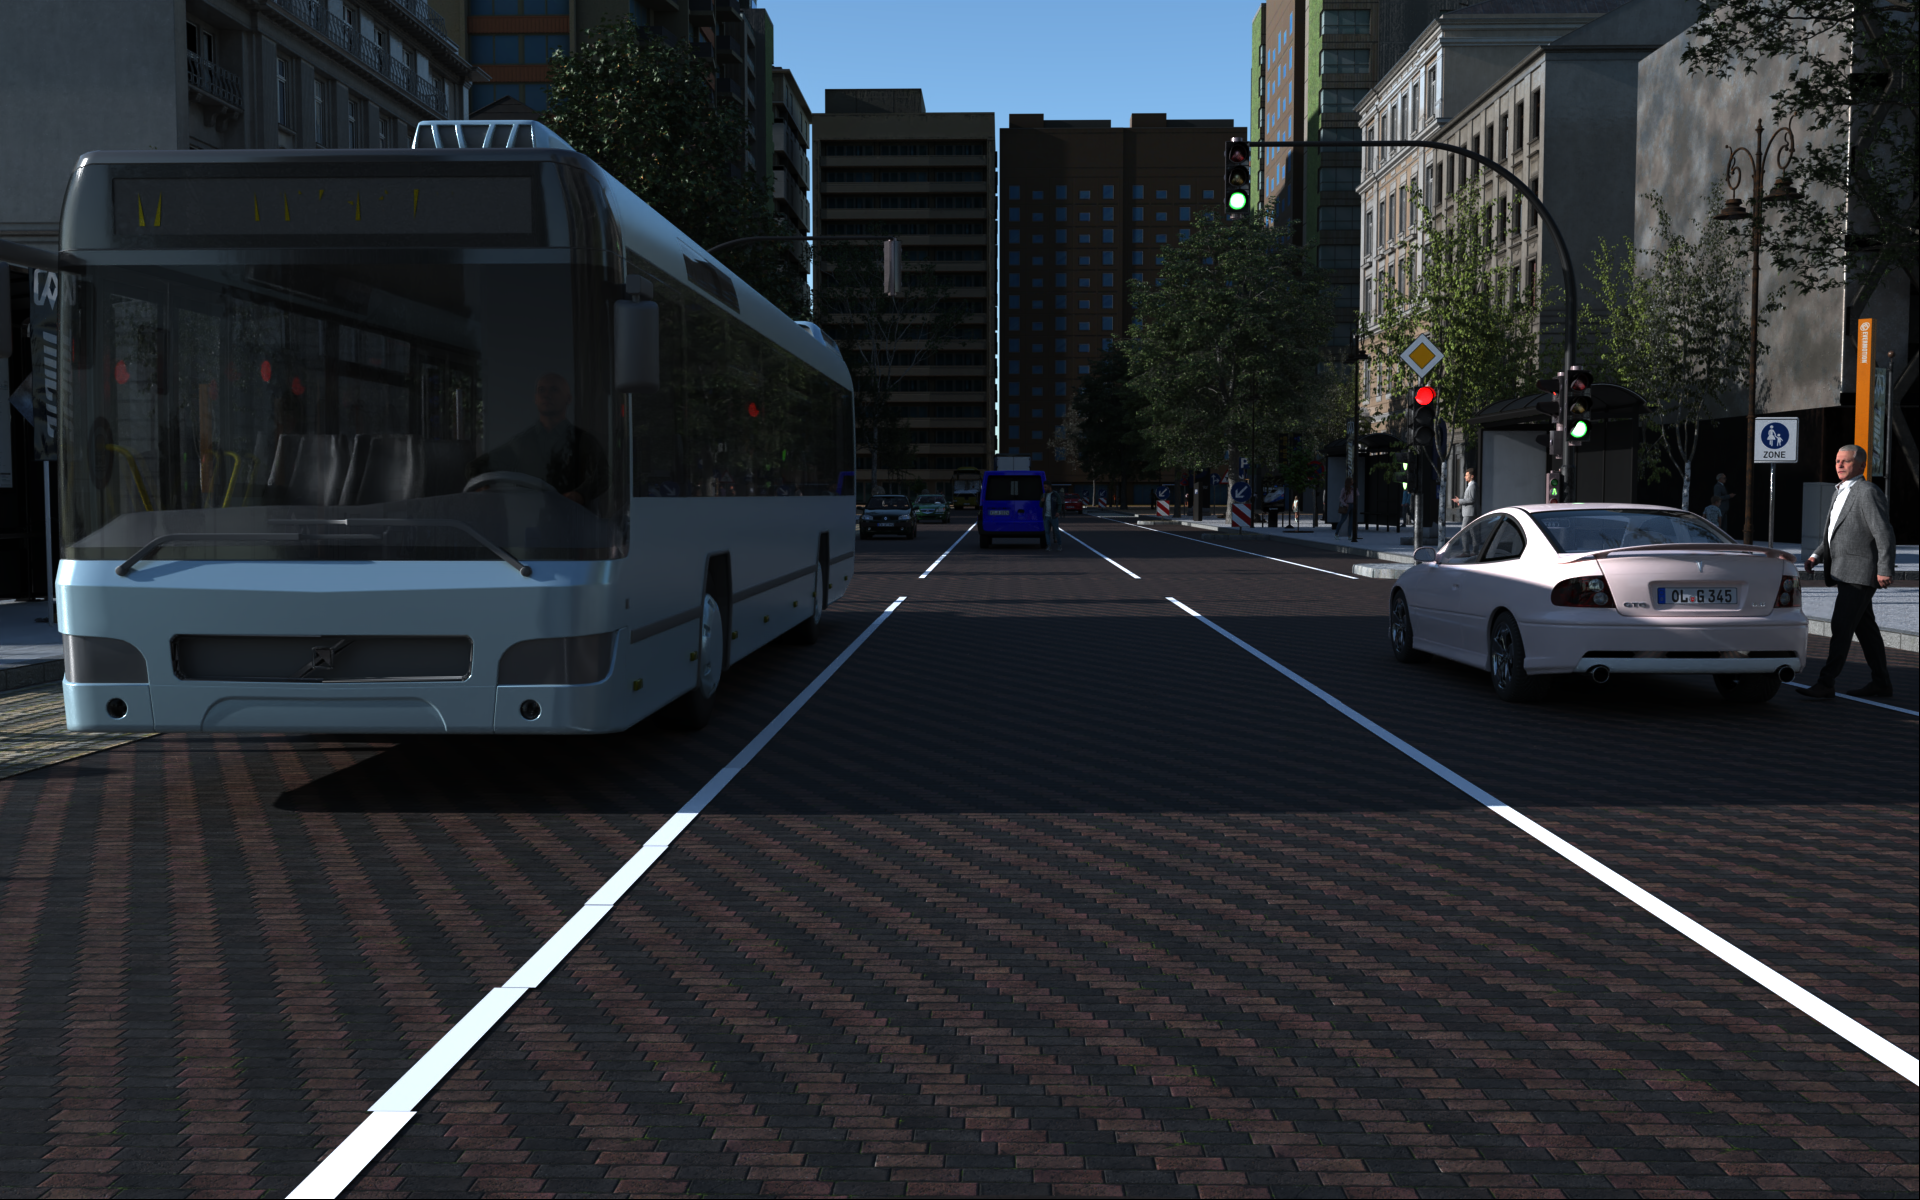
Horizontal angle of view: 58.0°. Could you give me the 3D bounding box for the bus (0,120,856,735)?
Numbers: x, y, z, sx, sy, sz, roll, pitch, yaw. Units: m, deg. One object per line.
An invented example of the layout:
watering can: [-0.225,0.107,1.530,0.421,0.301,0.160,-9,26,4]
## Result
bus: [-2.668,-1.131,13.358,2.948,3.499,13.247,0,4,2]

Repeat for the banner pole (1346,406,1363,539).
banner pole: [11.252,-3.645,49.614,0.401,3.779,0.863,-1,4,-17]

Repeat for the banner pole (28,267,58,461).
banner pole: [-8.171,-1.586,15.950,0.863,3.779,0.401,0,4,8]

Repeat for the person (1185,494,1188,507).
person: [23.246,-10.274,177.208,0.799,1.438,0.628,3,5,43]

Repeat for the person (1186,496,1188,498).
person: [16.183,-6.902,119.606,1.217,1.736,0.721,0,4,6]

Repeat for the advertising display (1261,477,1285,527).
advertising display: [12.065,-3.764,66.748,0.974,1.923,0.123,-1,4,-16]

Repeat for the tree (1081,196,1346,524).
tree: [11.641,-10.243,74.129,9.857,13.997,8.962,0,3,0]

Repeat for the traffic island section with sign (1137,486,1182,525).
traffic island section with sign: [9.433,-4.490,82.036,1.989,1.847,2.006,0,4,1]

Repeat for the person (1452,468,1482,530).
person: [10.170,-1.745,34.769,0.583,1.804,0.606,1,4,18]

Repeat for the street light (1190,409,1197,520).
street light: [11.492,-6.849,84.774,0.468,5.910,1.993,0,4,1]

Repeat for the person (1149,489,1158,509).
person: [16.258,-8.492,145.606,0.721,1.735,1.217,3,4,39]

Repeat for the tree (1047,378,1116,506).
tree: [14.188,-16.556,181.065,12.009,13.543,11.850,0,3,0]

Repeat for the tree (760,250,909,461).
tree: [-7.527,-7.876,63.193,7.601,10.594,8.767,2,4,31]

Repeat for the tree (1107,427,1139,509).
tree: [13.993,-12.349,152.271,4.737,8.622,4.395,0,3,0]

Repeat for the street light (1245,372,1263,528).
street light: [11.095,-5.673,65.547,0.468,5.910,1.993,0,4,1]

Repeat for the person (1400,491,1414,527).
person: [17.320,-3.728,66.856,0.748,1.841,0.638,1,4,15]

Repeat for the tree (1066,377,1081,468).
tree: [13.666,-14.453,142.962,9.857,13.997,8.962,0,3,0]

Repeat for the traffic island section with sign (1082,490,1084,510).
traffic island section with sign: [11.437,-9.231,159.547,1.989,1.847,2.006,0,4,1]

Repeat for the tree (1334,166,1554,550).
tree: [11.055,-5.462,39.661,4.737,8.622,4.395,0,3,0]

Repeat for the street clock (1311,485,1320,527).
street clock: [13.930,-3.867,67.793,0.358,2.002,0.471,1,4,15]

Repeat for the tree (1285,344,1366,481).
tree: [18.102,-8.259,85.399,4.360,8.622,3.978,0,3,0]

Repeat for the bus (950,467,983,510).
bus: [0.767,-10.280,159.629,2.896,3.916,12.252,0,4,2]

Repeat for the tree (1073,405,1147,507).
tree: [14.993,-14.412,170.041,8.767,10.594,7.601,-2,4,-29]

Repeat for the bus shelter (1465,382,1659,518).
bus shelter: [11.698,-2.462,34.171,2.014,3.302,5.546,0,4,2]

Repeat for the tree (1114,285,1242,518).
tree: [12.047,-10.781,94.400,7.486,12.596,7.792,0,3,0]

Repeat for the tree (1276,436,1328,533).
tree: [11.424,-3.860,57.709,1.663,3.219,1.824,0,3,0]

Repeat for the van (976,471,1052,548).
van: [1.517,-2.632,47.410,2.240,2.365,5.245,0,4,2]

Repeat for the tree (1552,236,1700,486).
tree: [18.778,-6.005,48.543,4.737,8.622,4.395,0,3,0]

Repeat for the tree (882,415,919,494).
tree: [-5.377,-12.450,153.924,4.737,8.622,4.395,0,3,0]

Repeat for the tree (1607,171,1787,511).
tree: [16.958,-5.500,40.281,4.360,8.622,3.978,0,3,0]

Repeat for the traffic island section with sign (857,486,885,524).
traffic island section with sign: [-3.871,-4.555,83.098,1.989,1.847,2.006,0,4,1]

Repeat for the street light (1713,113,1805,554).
street light: [9.843,-2.979,21.489,0.468,5.910,1.993,0,4,1]

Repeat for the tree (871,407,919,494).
tree: [-5.504,-11.608,140.148,4.360,8.622,3.978,0,3,0]

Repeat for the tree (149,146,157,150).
tree: [-16.214,-5.286,36.788,4.360,8.622,3.978,0,3,0]

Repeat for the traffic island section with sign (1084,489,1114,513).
traffic island section with sign: [10.741,-7.575,132.475,1.989,1.847,2.006,0,4,1]

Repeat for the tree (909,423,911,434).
tree: [-6.769,-10.318,103.108,8.767,10.594,7.601,-2,4,-35]

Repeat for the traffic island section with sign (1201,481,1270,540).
traffic island section with sign: [8.733,-2.842,55.089,1.989,1.847,2.006,0,4,1]

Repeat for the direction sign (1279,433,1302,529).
direction sign: [12.306,-4.439,64.571,0.876,3.537,0.379,0,4,-5]

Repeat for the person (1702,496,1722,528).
person: [14.996,-1.457,34.547,0.352,1.250,0.332,-2,4,-31]

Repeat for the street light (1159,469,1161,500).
street light: [12.059,-8.051,104.418,0.468,5.910,1.993,0,4,1]

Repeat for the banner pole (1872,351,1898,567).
banner pole: [16.067,-2.458,30.202,0.863,3.779,0.401,-2,4,-33]

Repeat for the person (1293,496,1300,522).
person: [15.321,-4.165,79.147,0.382,1.210,0.505,-2,4,-25]

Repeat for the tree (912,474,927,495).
tree: [-4.174,-10.792,171.047,1.663,3.219,1.824,0,3,0]

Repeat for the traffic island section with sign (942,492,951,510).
traffic island section with sign: [-1.856,-9.299,160.666,1.989,1.847,2.006,0,4,1]

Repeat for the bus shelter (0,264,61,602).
bus shelter: [-10.590,-1.610,17.604,1.731,3.624,6.357,0,4,2]

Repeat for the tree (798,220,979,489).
tree: [-4.843,-16.007,117.597,12.611,20.169,13.585,0,3,0]

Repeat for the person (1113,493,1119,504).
person: [16.219,-10.493,180.856,1.065,1.426,0.557,-2,4,-27]

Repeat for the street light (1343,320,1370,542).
street light: [10.531,-4.482,46.076,0.468,5.910,1.993,0,4,1]

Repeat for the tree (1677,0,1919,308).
tree: [10.580,-4.954,15.417,8.767,10.594,7.601,0,4,-1]

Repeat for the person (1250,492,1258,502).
person: [21.785,-7.270,128.095,0.628,1.438,0.799,0,4,6]

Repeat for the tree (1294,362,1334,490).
tree: [20.516,-8.689,92.432,4.737,8.622,4.395,0,3,0]

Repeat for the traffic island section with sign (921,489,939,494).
traffic island section with sign: [-2.585,-7.598,132.861,1.989,1.847,2.006,0,4,1]

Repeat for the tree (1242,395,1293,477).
tree: [18.267,-9.314,102.654,4.737,8.622,4.395,0,3,0]

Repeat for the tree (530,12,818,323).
tree: [-7.725,-7.621,41.615,9.611,12.733,9.660,0,3,0]

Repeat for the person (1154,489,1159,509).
person: [17.250,-8.846,151.409,1.217,1.736,0.721,-2,4,-25]

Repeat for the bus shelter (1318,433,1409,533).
bus shelter: [13.903,-4.036,59.911,2.014,3.302,5.546,0,4,1]
